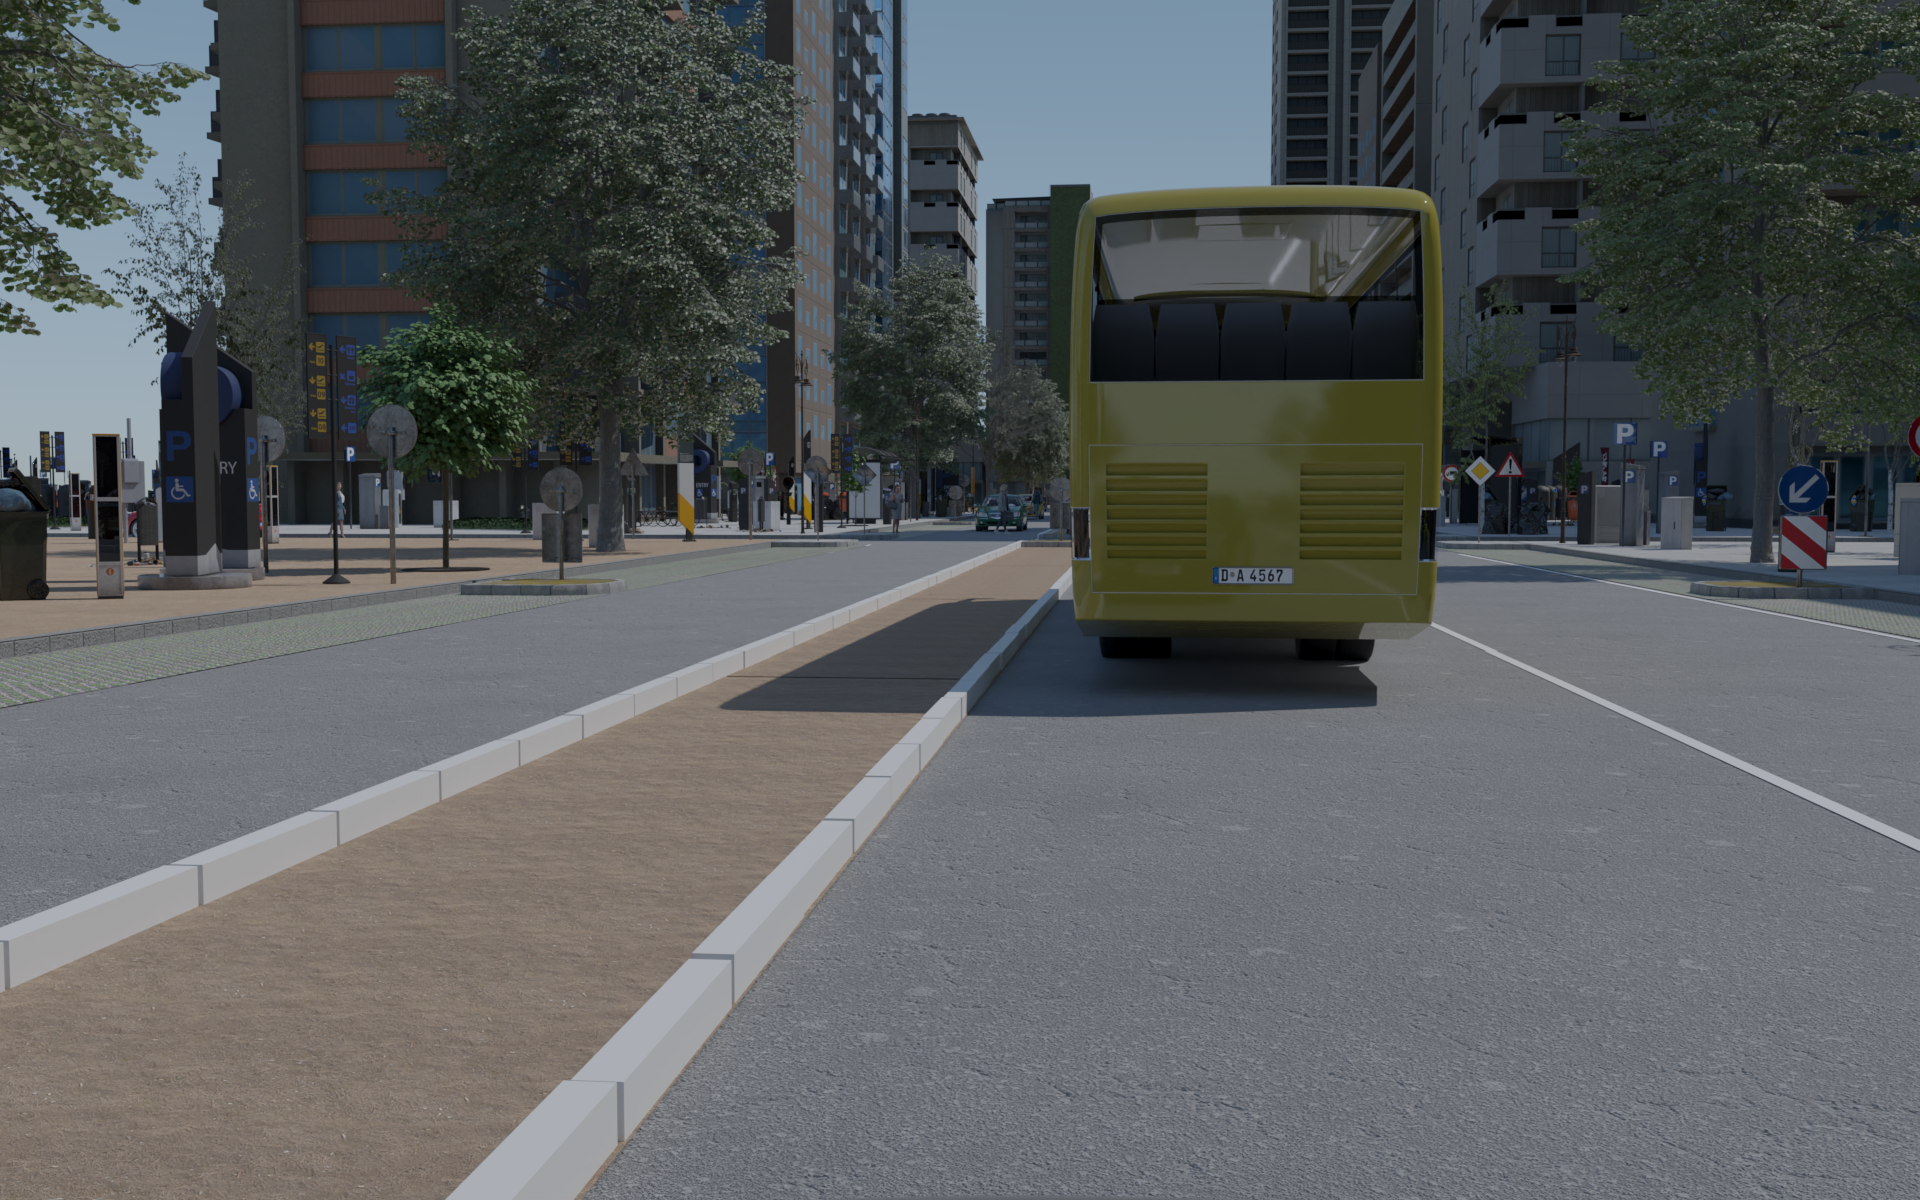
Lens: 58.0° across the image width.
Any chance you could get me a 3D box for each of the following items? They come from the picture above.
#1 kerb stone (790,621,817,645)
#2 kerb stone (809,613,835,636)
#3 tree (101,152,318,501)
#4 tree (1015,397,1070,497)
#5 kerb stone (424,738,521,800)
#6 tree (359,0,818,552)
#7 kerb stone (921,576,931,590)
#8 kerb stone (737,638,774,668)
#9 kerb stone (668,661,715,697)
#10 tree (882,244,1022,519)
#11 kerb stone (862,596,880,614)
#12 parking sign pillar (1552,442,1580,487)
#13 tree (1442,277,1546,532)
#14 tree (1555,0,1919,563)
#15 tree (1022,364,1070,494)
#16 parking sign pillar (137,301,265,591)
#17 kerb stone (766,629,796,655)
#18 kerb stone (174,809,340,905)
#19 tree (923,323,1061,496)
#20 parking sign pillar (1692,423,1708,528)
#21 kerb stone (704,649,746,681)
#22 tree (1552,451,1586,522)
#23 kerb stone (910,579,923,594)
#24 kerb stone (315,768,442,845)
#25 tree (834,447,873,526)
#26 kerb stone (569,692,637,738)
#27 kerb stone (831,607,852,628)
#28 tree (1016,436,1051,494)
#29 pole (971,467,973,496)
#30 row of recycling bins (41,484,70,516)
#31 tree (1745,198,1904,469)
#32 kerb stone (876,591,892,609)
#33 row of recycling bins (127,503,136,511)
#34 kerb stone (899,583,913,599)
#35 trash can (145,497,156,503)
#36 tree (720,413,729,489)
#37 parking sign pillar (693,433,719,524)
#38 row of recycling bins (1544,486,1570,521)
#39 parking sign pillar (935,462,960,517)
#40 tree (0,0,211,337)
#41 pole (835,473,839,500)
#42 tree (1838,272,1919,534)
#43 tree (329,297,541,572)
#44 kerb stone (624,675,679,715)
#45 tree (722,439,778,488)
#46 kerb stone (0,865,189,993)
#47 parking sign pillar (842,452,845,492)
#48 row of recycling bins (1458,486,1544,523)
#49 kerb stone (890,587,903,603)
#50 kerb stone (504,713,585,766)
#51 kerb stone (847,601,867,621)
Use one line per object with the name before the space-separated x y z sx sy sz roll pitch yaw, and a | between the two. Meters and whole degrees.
kerb stone | -1.556 0.340 16.699 0.120 0.150 1.000 0 4 6
kerb stone | -1.451 0.274 17.719 0.120 0.150 1.000 0 4 6
tree | -16.646 -5.388 38.450 4.360 8.622 3.978 0 3 0
tree | 9.667 -17.179 199.006 7.486 12.596 7.792 0 3 0
kerb stone | -2.415 0.837 8.545 0.120 0.150 1.000 0 4 6
tree | -7.915 -8.050 38.267 9.857 13.997 8.962 0 3 0
kerb stone | -0.592 -0.221 25.869 0.120 0.150 1.000 0 4 6
kerb stone | -1.763 0.461 14.651 0.120 0.150 1.000 0 4 6
kerb stone | -1.982 0.587 12.611 0.120 0.150 1.000 0 4 6
tree | -2.389 -11.227 90.223 9.857 13.997 8.962 0 3 0
kerb stone | -1.127 0.087 20.769 0.120 0.150 1.000 0 4 6
parking sign pillar | 31.241 -6.169 89.334 1.447 3.967 1.447 1 4 11
tree | 17.525 -6.626 58.693 4.737 8.622 4.395 0 3 0
tree | 14.714 -6.988 32.373 7.486 12.596 7.792 0 3 0
tree | 6.436 -15.976 167.864 9.857 13.997 8.962 0 3 0
parking sign pillar | -10.481 -2.150 23.619 1.447 3.967 1.447 -1 4 -9
kerb stone | -1.664 0.404 15.671 0.120 0.150 1.000 0 4 6
kerb stone | -2.627 0.960 6.498 0.120 0.150 1.000 0 4 6
tree | 1.974 -13.002 122.953 12.009 13.543 11.850 0 3 0
parking sign pillar | 27.951 -4.701 65.330 1.447 3.967 1.447 1 4 21
kerb stone | -1.879 0.524 13.632 0.120 0.150 1.000 0 4 6
tree | 27.991 -5.136 78.569 1.663 3.219 1.824 0 3 0
kerb stone | -0.696 -0.162 24.852 0.120 0.150 1.000 0 4 6
kerb stone | -2.522 0.897 7.523 0.120 0.150 1.000 0 4 6
tree | -4.055 -4.559 69.134 1.663 3.219 1.824 0 3 0
kerb stone | -2.195 0.711 10.577 0.120 0.150 1.000 0 4 6
kerb stone | -1.340 0.212 18.736 0.120 0.150 1.000 0 4 6
tree | 7.254 -13.906 177.726 4.360 8.622 3.978 0 3 0
pole | 0.971 -8.376 130.795 0.158 3.312 0.155 0 3 0
row of recycling bins | -38.635 -4.001 72.530 3.534 1.692 1.069 0 4 7
tree | 21.288 -5.683 43.271 4.360 8.622 3.978 0 3 0
kerb stone | -1.016 0.025 21.788 0.120 0.150 1.000 0 4 6
row of recycling bins | -62.221 -7.468 129.219 1.069 1.692 3.534 -3 5 -41
kerb stone | -0.803 -0.100 23.836 0.120 0.150 1.000 0 4 6
trash can | -47.330 -5.489 101.395 0.748 1.137 0.748 0 3 0
tree | -16.062 -9.650 108.147 4.737 8.622 4.395 0 3 0
parking sign pillar | -11.255 -5.332 75.652 1.447 3.967 1.447 2 4 31
row of recycling bins | 29.047 -4.751 84.793 3.534 1.692 1.069 -3 5 -43
parking sign pillar | -0.718 -6.751 98.850 1.447 3.967 1.447 0 4 5
tree | -9.952 -5.875 14.179 7.486 12.596 7.792 0 3 0
pole | -8.344 -7.555 117.374 0.158 3.312 0.155 0 3 0
tree | 29.970 -6.421 55.350 4.737 8.622 4.395 0 3 0
tree | -8.729 -2.768 28.979 4.285 4.588 4.351 0 3 0
kerb stone | -2.090 0.648 11.593 0.120 0.150 1.000 0 4 6
tree | -12.601 -7.301 103.081 4.285 4.588 4.351 0 3 0
kerb stone | -2.740 1.022 5.483 0.120 0.150 1.000 0 4 6
parking sign pillar | -6.891 -7.456 110.385 1.447 3.967 1.447 -3 4 -38
row of recycling bins | 23.818 -4.264 76.829 3.534 1.692 1.069 3 5 40
kerb stone | -0.910 -0.033 22.814 0.120 0.150 1.000 0 4 6
kerb stone | -2.306 0.776 9.561 0.120 0.150 1.000 0 4 6
kerb stone | -1.228 0.149 19.751 0.120 0.150 1.000 0 4 6
